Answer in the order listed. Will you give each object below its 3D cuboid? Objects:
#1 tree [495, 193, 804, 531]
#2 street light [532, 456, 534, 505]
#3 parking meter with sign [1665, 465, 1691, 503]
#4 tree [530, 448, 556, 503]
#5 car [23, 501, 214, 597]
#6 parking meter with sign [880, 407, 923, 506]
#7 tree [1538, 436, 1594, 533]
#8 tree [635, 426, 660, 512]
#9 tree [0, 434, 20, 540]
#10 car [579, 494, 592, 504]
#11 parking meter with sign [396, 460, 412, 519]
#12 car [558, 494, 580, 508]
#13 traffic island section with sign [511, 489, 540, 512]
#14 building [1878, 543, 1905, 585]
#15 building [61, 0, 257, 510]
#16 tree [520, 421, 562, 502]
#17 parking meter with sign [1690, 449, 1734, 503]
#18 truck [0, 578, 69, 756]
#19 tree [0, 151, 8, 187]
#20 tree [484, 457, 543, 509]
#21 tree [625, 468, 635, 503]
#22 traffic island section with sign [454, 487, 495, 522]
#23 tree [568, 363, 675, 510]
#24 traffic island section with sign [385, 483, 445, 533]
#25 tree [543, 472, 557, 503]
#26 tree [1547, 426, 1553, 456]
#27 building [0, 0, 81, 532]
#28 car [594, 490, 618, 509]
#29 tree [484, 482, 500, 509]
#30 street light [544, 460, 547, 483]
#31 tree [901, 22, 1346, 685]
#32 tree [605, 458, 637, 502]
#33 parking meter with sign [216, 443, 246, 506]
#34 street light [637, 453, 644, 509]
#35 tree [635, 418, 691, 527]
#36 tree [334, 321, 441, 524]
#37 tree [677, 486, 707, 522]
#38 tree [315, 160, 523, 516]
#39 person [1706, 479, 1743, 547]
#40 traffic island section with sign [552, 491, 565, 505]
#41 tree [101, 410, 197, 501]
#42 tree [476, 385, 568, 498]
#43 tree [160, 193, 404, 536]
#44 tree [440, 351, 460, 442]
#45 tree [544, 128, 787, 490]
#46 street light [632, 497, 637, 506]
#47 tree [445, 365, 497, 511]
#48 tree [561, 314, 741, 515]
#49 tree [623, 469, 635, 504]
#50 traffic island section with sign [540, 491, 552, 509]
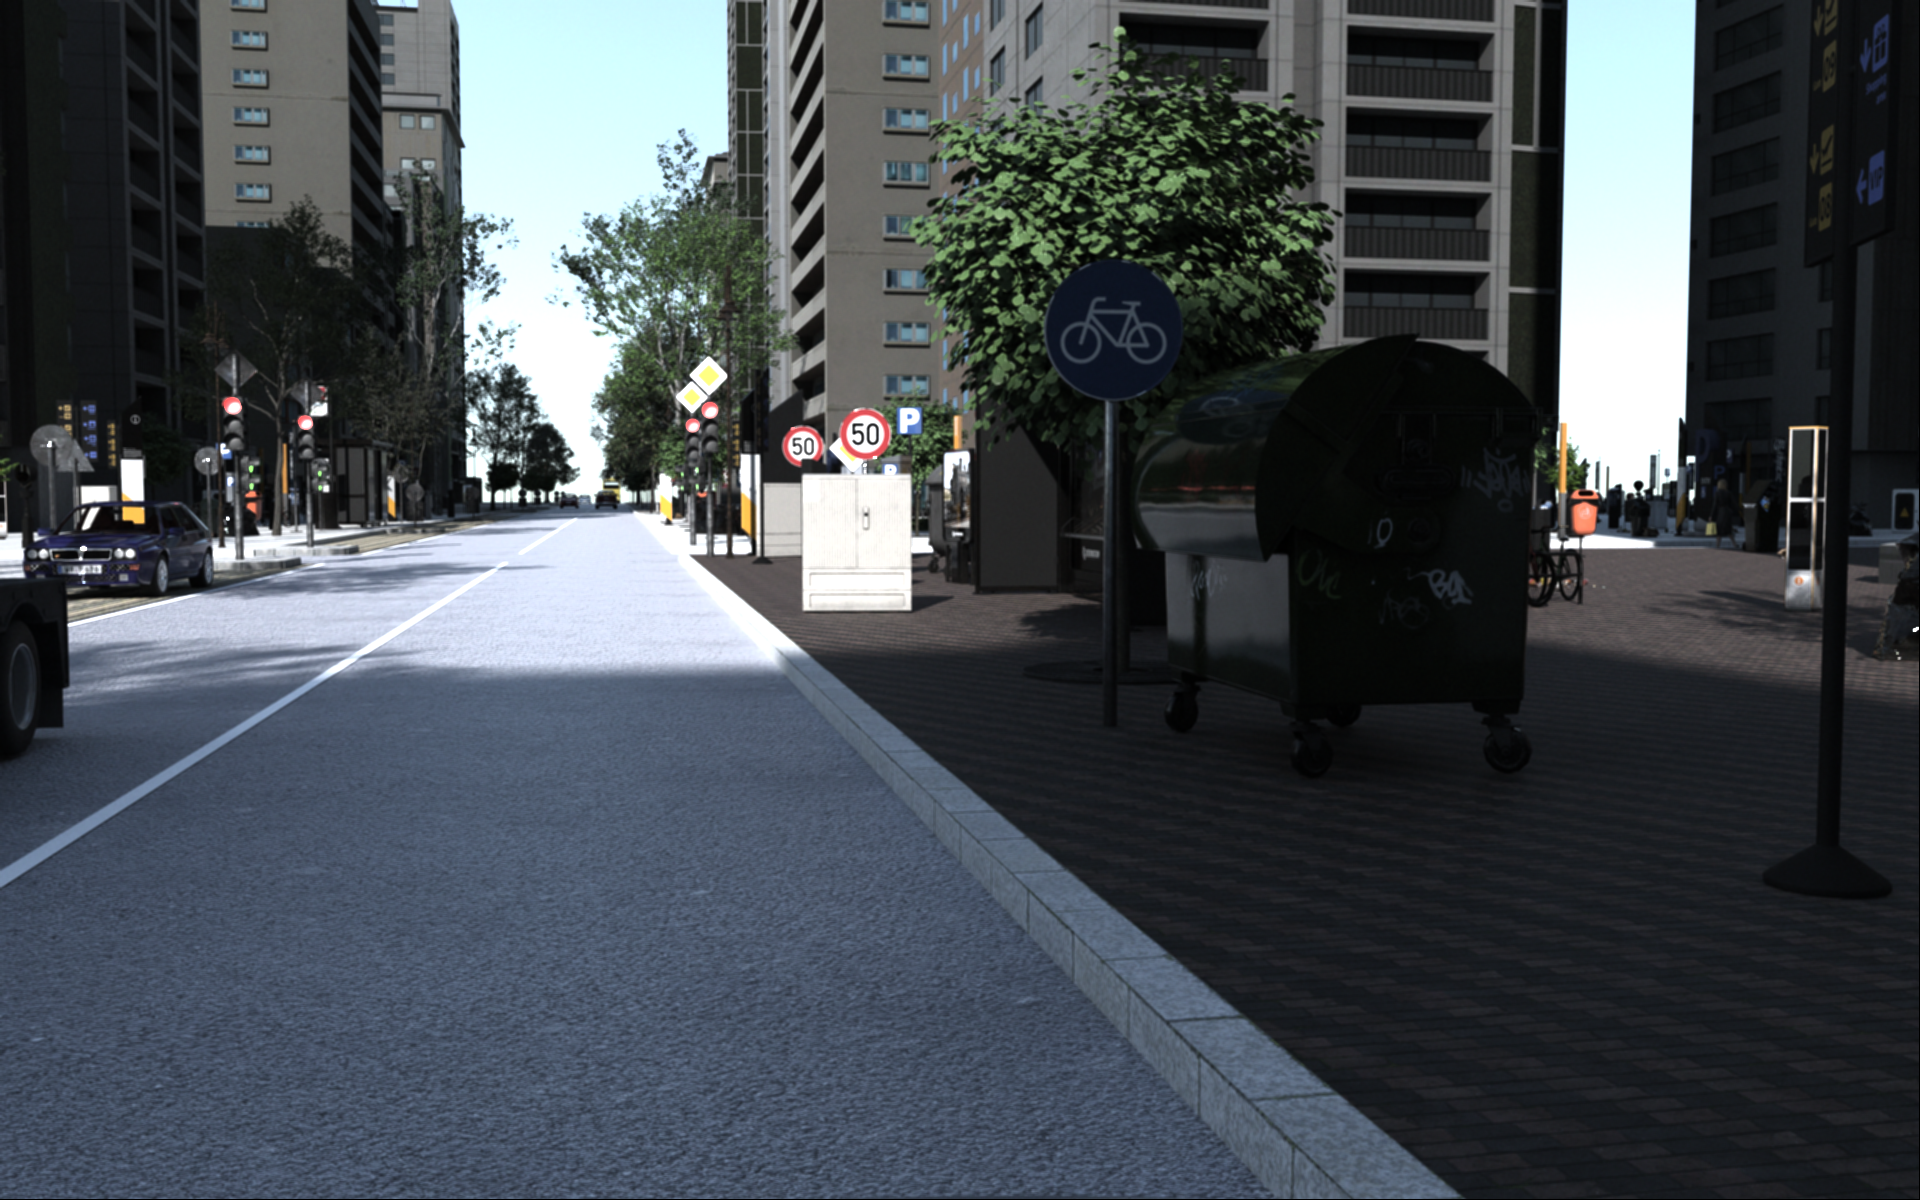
[{"bbox_3d":[-9.057,-8.201,59.845,9.928,11.665,9.643,0,3,0],"label":"tree"},{"bbox_3d":[-48.819,-13.773,197.967,0.468,5.910,1.993,-1,4,-11],"label":"street light"},{"bbox_3d":[48.167,-7.327,116.060,0.543,3.016,1.738,-3,5,-40],"label":"parking meter with sign"},{"bbox_3d":[-62.557,-18.946,260.129,4.360,8.622,3.978,0,3,0],"label":"tree"},{"bbox_3d":[-12.080,-0.760,25.005,1.945,1.354,3.894,-1,4,-10],"label":"car"},{"bbox_3d":[-1.271,-2.308,33.996,0.543,3.016,1.738,1,4,19],"label":"parking meter with sign"},{"bbox_3d":[20.098,-3.822,57.097,1.663,3.219,1.824,0,3,0],"label":"tree"},{"bbox_3d":[-21.656,-10.644,124.383,4.360,8.622,3.978,0,3,0],"label":"tree"},{"bbox_3d":[-27.672,-3.324,48.941,1.663,3.219,1.824,0,3,0],"label":"tree"},{"bbox_3d":[-54.202,-14.570,250.216,2.014,1.417,4.499,-1,4,-11],"label":"car"},{"bbox_3d":[-28.362,-5.658,88.765,0.543,3.016,1.738,0,4,-4],"label":"parking meter with sign"},{"bbox_3d":[-39.801,-10.239,176.448,2.155,1.783,4.494,-1,4,-10],"label":"car"},{"bbox_3d":[-35.025,-7.973,138.990,1.989,1.847,2.006,-1,4,-11],"label":"traffic island section with sign"},{"bbox_3d":[24.768,-28.879,14.166,21.231,58.520,28.212,-1,4,-11],"label":"building"},{"bbox_3d":[-45.598,-39.336,81.391,20.563,71.187,20.611,-1,4,-11],"label":"building"},{"bbox_3d":[-64.326,-21.586,269.940,9.611,12.733,9.660,0,3,0],"label":"tree"},{"bbox_3d":[28.892,-4.293,66.448,1.738,3.016,0.543,-2,4,-32],"label":"parking meter with sign"},{"bbox_3d":[-4.344,-0.671,0.735,2.967,4.110,18.799,-1,4,-13],"label":"truck"},{"bbox_3d":[-13.419,-5.040,16.820,7.601,10.594,8.767,-3,5,-43],"label":"tree"},{"bbox_3d":[-38.933,-10.028,147.674,4.285,4.588,4.351,0,3,0],"label":"tree"},{"bbox_3d":[-45.044,-17.672,239.294,4.737,8.622,4.395,0,3,0],"label":"tree"},{"bbox_3d":[-25.374,-5.008,90.515,1.989,1.847,2.006,-1,4,-11],"label":"traffic island section with sign"},{"bbox_3d":[-24.130,-13.788,135.796,12.009,13.543,11.850,0,3,0],"label":"tree"},{"bbox_3d":[-20.073,-3.379,63.869,1.989,1.847,2.006,-1,4,-11],"label":"traffic island section with sign"},{"bbox_3d":[-53.065,-14.120,214.581,4.285,4.588,4.351,0,3,0],"label":"tree"},{"bbox_3d":[16.603,-4.286,53.787,4.285,4.588,4.351,0,3,0],"label":"tree"},{"bbox_3d":[-37.665,-17.289,54.372,14.160,30.474,14.107,-1,4,-11],"label":"building"},{"bbox_3d":[-34.332,-9.746,168.025,2.281,1.827,5.304,-1,4,-13],"label":"car"},{"bbox_3d":[-41.002,-9.616,151.820,1.663,3.219,1.824,0,3,0],"label":"tree"},{"bbox_3d":[-56.455,-16.100,236.030,0.468,5.910,1.993,-1,4,-11],"label":"street light"},{"bbox_3d":[1.203,-1.748,12.290,4.285,4.588,4.351,0,3,0],"label":"tree"},{"bbox_3d":[-40.852,-18.340,217.989,7.486,12.596,7.792,0,3,0],"label":"tree"},{"bbox_3d":[-25.099,-3.904,60.092,0.543,3.016,1.738,0,4,3],"label":"parking meter with sign"},{"bbox_3d":[-28.012,-11.005,152.716,0.468,5.910,1.993,-1,4,-11],"label":"street light"},{"bbox_3d":[-10.239,-5.128,67.564,4.285,4.588,4.351,0,3,0],"label":"tree"},{"bbox_3d":[-24.380,-7.520,73.315,4.360,8.622,3.978,0,3,0],"label":"tree"},{"bbox_3d":[-12.476,-5.242,80.311,1.663,3.219,1.824,0,3,0],"label":"tree"},{"bbox_3d":[-31.731,-15.001,101.157,12.611,20.169,13.585,0,3,0],"label":"tree"},{"bbox_3d":[19.123,-2.064,42.470,1.509,1.804,0.699,2,4,27],"label":"person"},{"bbox_3d":[-51.197,-12.944,220.260,1.989,1.847,2.006,-1,4,-11],"label":"traffic island section with sign"},{"bbox_3d":[-31.551,-5.121,67.437,4.285,4.588,4.351,0,3,0],"label":"tree"},{"bbox_3d":[-46.791,-16.760,184.392,12.009,13.543,11.850,0,3,0],"label":"tree"},{"bbox_3d":[-20.746,-7.265,53.193,7.601,10.594,8.767,-1,4,-22],"label":"tree"},{"bbox_3d":[-26.013,-8.101,82.821,4.360,8.622,3.978,0,3,0],"label":"tree"},{"bbox_3d":[-15.681,-14.467,92.418,12.611,20.169,13.585,0,3,0],"label":"tree"},{"bbox_3d":[-35.652,-13.354,191.117,0.468,5.910,1.993,-1,4,-11],"label":"street light"},{"bbox_3d":[-35.819,-12.678,133.038,9.928,11.665,9.643,0,3,0],"label":"tree"},{"bbox_3d":[-18.336,-11.666,107.750,9.611,12.733,9.660,0,3,0],"label":"tree"},{"bbox_3d":[-29.776,-11.009,163.714,4.285,4.588,4.351,0,3,0],"label":"tree"},{"bbox_3d":[-40.389,-9.622,165.944,1.989,1.847,2.006,-1,4,-11],"label":"traffic island section with sign"}]
